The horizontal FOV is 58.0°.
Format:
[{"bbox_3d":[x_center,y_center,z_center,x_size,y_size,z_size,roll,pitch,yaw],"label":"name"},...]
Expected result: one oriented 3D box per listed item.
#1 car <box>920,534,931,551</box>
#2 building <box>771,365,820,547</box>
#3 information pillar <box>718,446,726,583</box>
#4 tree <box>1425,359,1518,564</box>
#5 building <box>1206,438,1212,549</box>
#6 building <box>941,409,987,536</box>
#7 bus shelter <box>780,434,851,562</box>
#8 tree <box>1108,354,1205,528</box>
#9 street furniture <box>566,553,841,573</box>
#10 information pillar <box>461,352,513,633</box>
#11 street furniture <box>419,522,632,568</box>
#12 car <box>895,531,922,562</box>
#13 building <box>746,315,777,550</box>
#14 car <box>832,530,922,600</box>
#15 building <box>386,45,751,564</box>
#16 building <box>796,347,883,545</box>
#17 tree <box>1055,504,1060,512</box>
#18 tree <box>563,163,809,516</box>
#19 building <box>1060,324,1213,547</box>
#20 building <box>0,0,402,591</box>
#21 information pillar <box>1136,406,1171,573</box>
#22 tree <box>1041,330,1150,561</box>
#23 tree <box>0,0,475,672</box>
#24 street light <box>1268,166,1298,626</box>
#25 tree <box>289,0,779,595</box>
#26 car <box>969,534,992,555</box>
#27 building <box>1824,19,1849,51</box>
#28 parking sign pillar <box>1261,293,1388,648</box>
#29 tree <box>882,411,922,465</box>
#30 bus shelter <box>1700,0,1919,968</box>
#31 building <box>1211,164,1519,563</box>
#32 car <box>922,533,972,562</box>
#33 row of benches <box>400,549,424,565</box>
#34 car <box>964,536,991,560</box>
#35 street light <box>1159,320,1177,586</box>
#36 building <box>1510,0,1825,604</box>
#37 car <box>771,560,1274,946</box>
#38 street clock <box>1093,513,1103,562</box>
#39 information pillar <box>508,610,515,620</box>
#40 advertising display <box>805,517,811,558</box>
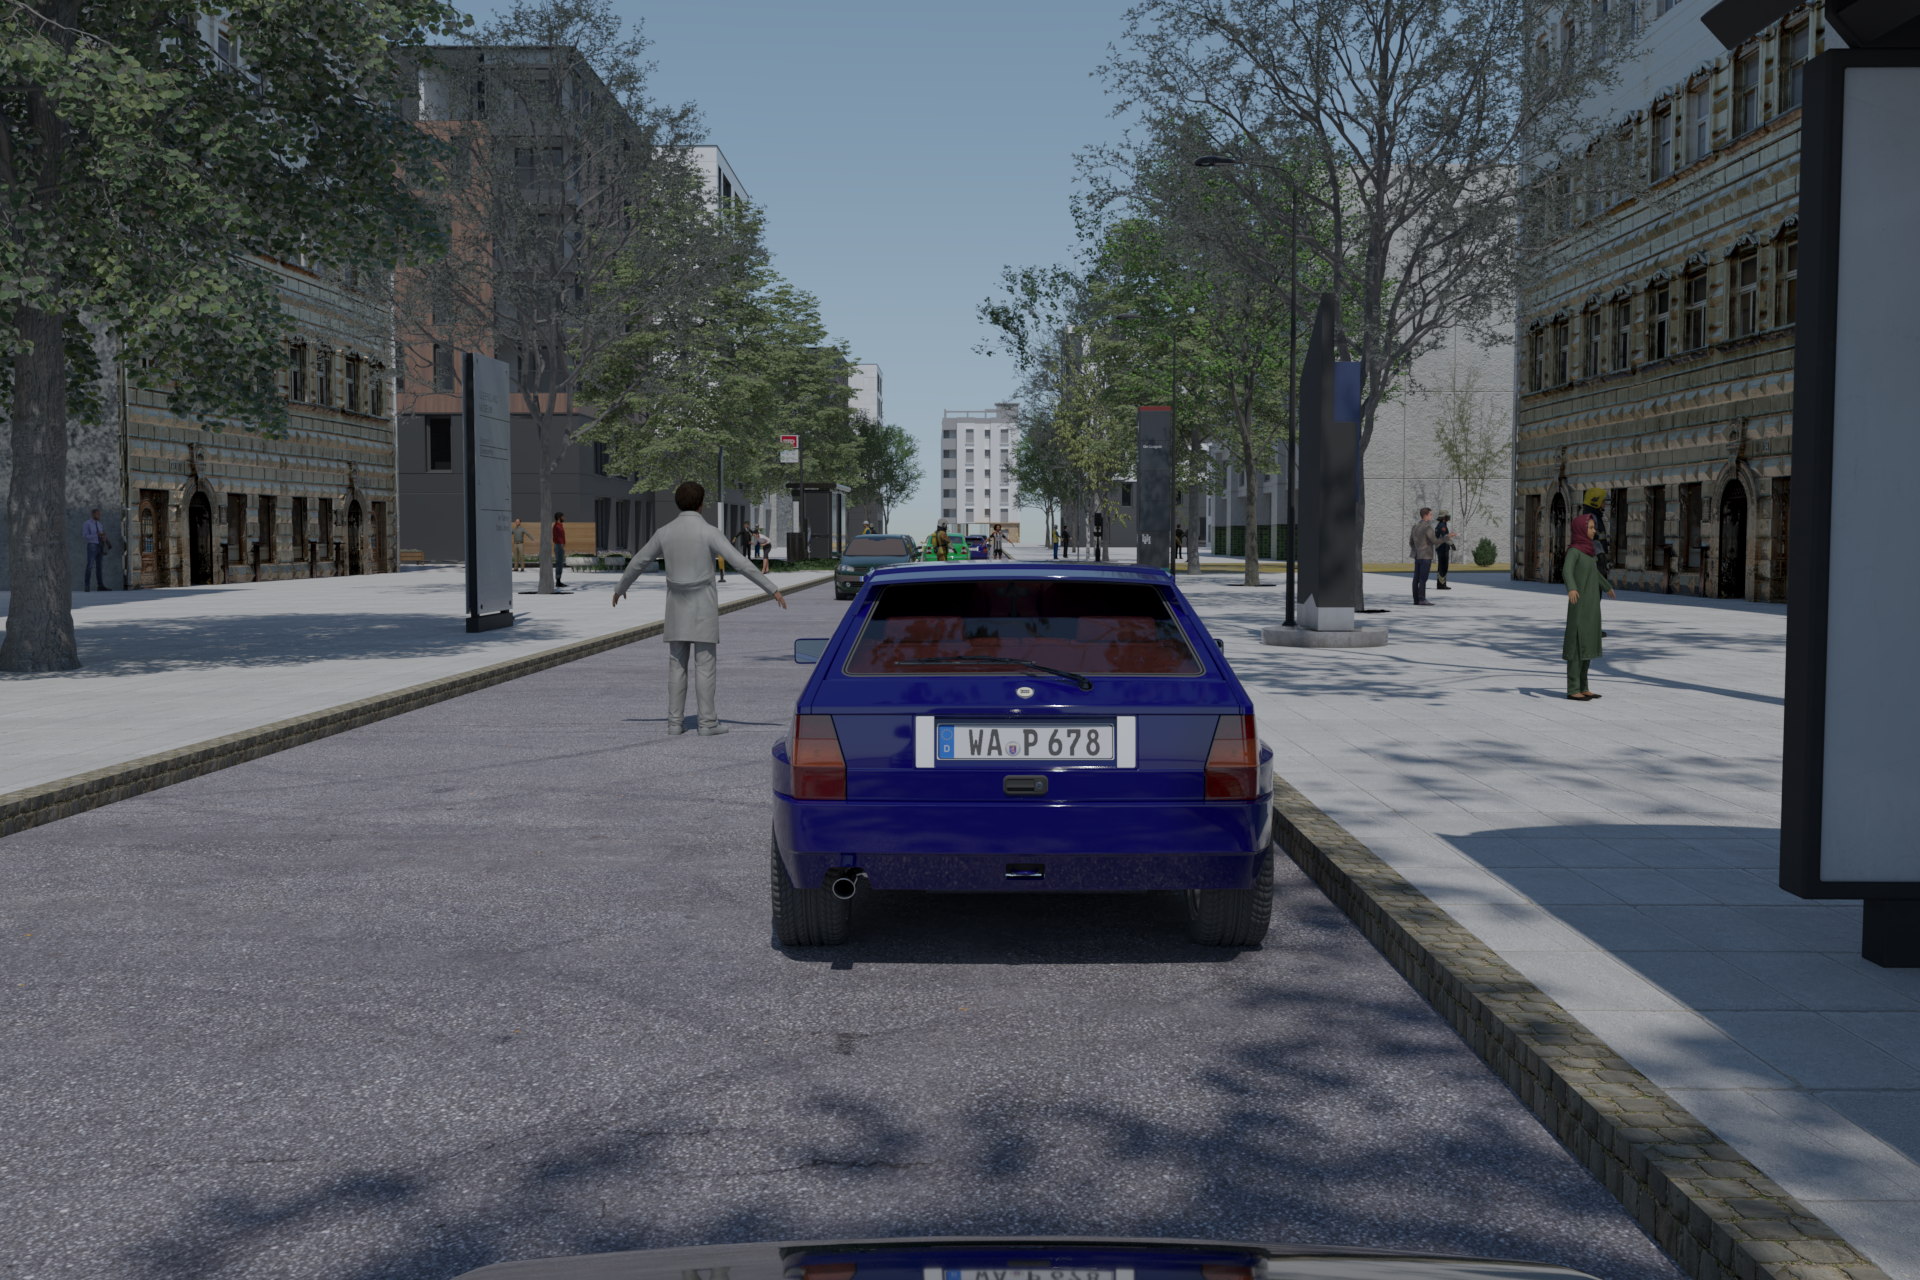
[{"bbox_3d":[-1.291,-5.556,101.062,2.015,1.641,3.980,0,4,1],"label":"car"},{"bbox_3d":[-24.731,-21.355,180.084,19.493,23.208,18.063,0,4,1],"label":"building"},{"bbox_3d":[-6.313,-3.327,45.744,0.183,3.616,0.504,0,3,0],"label":"information pillar"},{"bbox_3d":[21.216,-7.503,73.037,4.360,8.622,3.978,0,3,0],"label":"tree"},{"bbox_3d":[25.364,-11.810,135.245,9.099,9.664,28.070,0,4,1],"label":"building"},{"bbox_3d":[-2.447,-24.106,253.003,11.380,20.090,16.016,0,4,-1],"label":"building"},{"bbox_3d":[-6.067,-5.797,72.415,2.179,5.291,8.768,0,4,2],"label":"bus shelter"},{"bbox_3d":[8.071,-7.370,70.860,4.360,8.622,3.978,0,3,0],"label":"tree"},{"bbox_3d":[-8.647,-2.692,59.639,10.072,0.657,5.734,0,4,4],"label":"street furniture"},{"bbox_3d":[-6.313,-1.949,23.174,0.184,3.620,1.656,0,4,1],"label":"information pillar"},{"bbox_3d":[-15.578,-3.719,67.659,11.010,1.723,9.812,-1,4,-12],"label":"street furniture"},{"bbox_3d":[-2.234,-2.932,57.730,2.009,1.686,4.222,0,4,1],"label":"car"},{"bbox_3d":[-24.667,-16.435,135.168,16.747,18.905,31.486,0,4,1],"label":"building"},{"bbox_3d":[-1.835,-1.783,38.936,2.009,1.686,4.222,0,4,1],"label":"car"},{"bbox_3d":[-26.663,-14.993,89.106,27.936,21.610,32.646,0,4,0],"label":"building"},{"bbox_3d":[-23.876,-22.122,205.674,27.936,21.610,32.646,0,4,0],"label":"building"},{"bbox_3d":[17.237,-19.967,252.207,9.928,11.665,9.643,0,3,0],"label":"tree"},{"bbox_3d":[-8.523,-8.282,53.543,7.486,12.596,7.792,0,3,0],"label":"tree"},{"bbox_3d":[24.550,-20.824,184.454,27.936,21.610,32.646,0,4,1],"label":"building"},{"bbox_3d":[-27.872,-13.246,47.495,19.493,23.208,18.063,0,4,1],"label":"building"},{"bbox_3d":[3.953,-2.816,35.414,0.750,3.857,0.750,0,4,1],"label":"information pillar"},{"bbox_3d":[4.770,-6.863,62.577,4.737,8.622,4.395,0,3,0],"label":"tree"},{"bbox_3d":[-8.765,-6.694,16.095,9.857,13.997,8.962,0,3,0],"label":"tree"},{"bbox_3d":[4.654,-2.989,21.405,1.470,5.913,1.316,0,4,1],"label":"street light"},{"bbox_3d":[-8.742,-7.721,36.608,12.009,13.543,11.850,0,3,0],"label":"tree"},{"bbox_3d":[1.219,-6.723,119.714,2.009,1.686,4.222,0,4,-1],"label":"car"},{"bbox_3d":[22.363,-8.941,12.648,16.747,18.905,31.486,0,4,1],"label":"building"},{"bbox_3d":[4.246,-1.932,20.066,1.447,3.967,1.447,0,4,0],"label":"parking sign pillar"},{"bbox_3d":[-11.844,-24.324,253.591,12.611,20.169,13.585,0,3,0],"label":"tree"},{"bbox_3d":[3.207,-0.529,2.569,2.014,3.302,5.546,0,4,1],"label":"bus shelter"},{"bbox_3d":[23.799,-13.763,91.483,16.747,18.905,31.486,0,4,1],"label":"building"},{"bbox_3d":[-0.500,-3.512,66.219,1.959,1.807,4.718,0,3,0],"label":"car"},{"bbox_3d":[-23.762,-3.365,70.487,4.104,0.672,1.422,-3,4,-38],"label":"row of benches"},{"bbox_3d":[0.453,-3.999,77.957,1.945,1.354,3.894,0,3,0],"label":"car"},{"bbox_3d":[5.062,-3.919,36.621,1.470,5.913,1.316,0,4,1],"label":"street light"},{"bbox_3d":[24.244,-12.654,37.821,19.493,23.208,18.063,0,4,1],"label":"building"},{"bbox_3d":[0.218,0.319,7.368,1.945,1.354,3.894,0,4,0],"label":"car"},{"bbox_3d":[4.685,-3.322,58.879,0.358,2.002,0.471,0,4,1],"label":"street clock"},{"bbox_3d":[-6.774,-2.096,25.621,0.183,3.616,0.504,0,4,1],"label":"information pillar"},{"bbox_3d":[-5.925,-3.809,67.483,0.123,1.923,0.974,0,4,3],"label":"advertising display"}]
